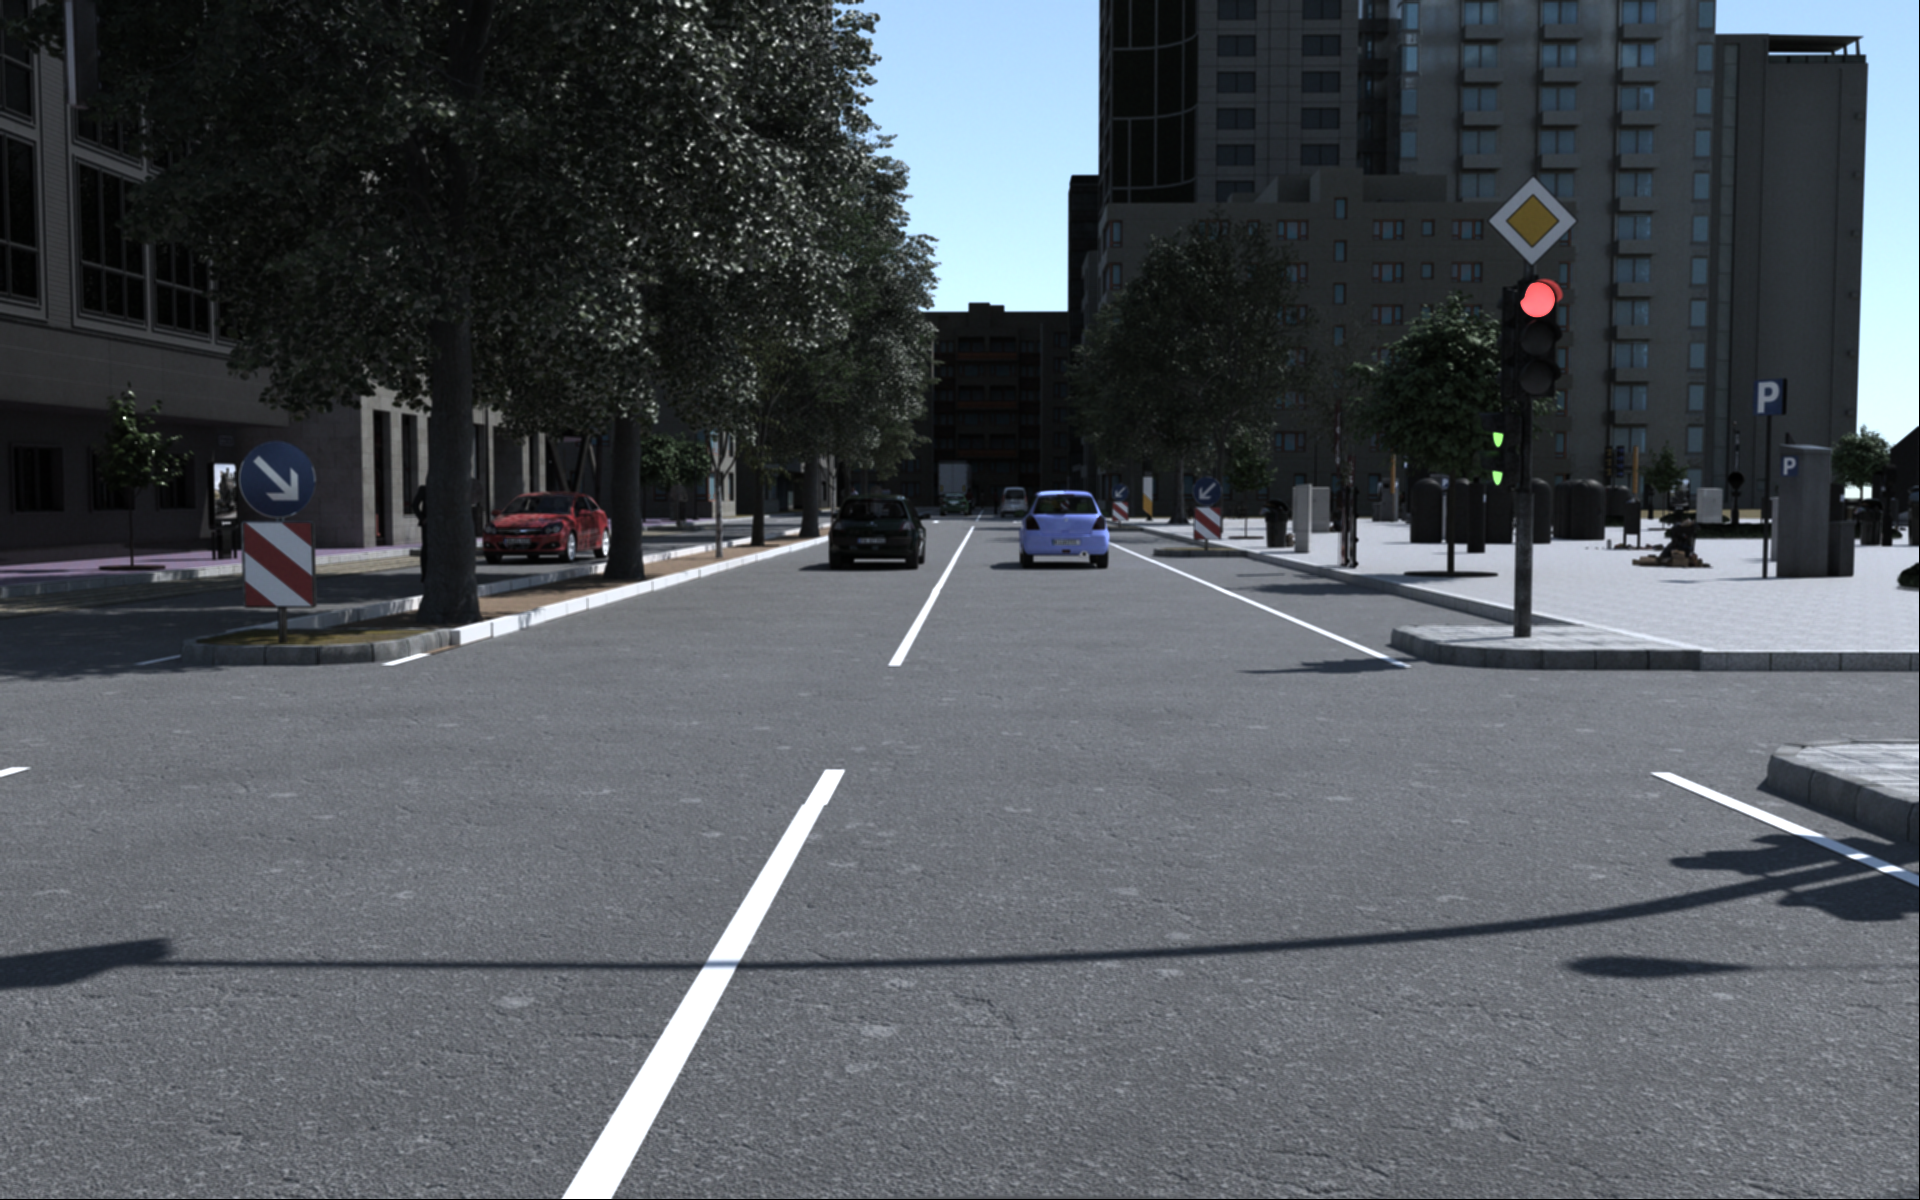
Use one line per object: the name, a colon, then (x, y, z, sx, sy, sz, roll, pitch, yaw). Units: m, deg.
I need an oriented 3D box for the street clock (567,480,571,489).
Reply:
street clock: (-20.175, -5.177, 89.213, 0.358, 2.002, 0.471, -1, 4, -20)

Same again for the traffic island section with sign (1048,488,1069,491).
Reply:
traffic island section with sign: (6.958, -6.647, 117.306, 1.989, 1.847, 2.006, 0, 4, 1)

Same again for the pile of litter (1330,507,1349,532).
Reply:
pile of litter: (12.582, -2.721, 58.449, 1.719, 0.858, 1.176, -1, 4, -15)

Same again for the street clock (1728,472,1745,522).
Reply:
street clock: (25.171, -3.157, 56.179, 0.471, 2.002, 0.358, 3, 4, 37)

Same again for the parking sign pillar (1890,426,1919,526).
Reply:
parking sign pillar: (37.848, -4.939, 69.230, 1.447, 3.967, 1.447, -1, 4, -18)

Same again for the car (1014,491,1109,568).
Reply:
car: (2.051, -1.540, 34.771, 1.945, 1.707, 3.694, 0, 4, 1)

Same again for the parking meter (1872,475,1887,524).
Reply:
parking meter: (27.615, -2.833, 52.038, 0.399, 1.863, 0.255, -2, 4, -25)

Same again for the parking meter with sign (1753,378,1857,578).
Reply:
parking meter with sign: (13.043, -1.861, 26.684, 1.738, 3.016, 0.543, -2, 4, -24)

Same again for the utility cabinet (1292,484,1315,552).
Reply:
utility cabinet: (7.557, -1.803, 38.166, 0.318, 1.500, 1.173, 1, 4, 14)

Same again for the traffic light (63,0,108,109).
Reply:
traffic light: (-10.229, -2.513, 15.756, 4.771, 5.953, 1.251, 0, 4, 1)

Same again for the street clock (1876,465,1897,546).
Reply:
street clock: (22.845, -2.328, 42.625, 0.358, 2.002, 0.471, 1, 4, 13)

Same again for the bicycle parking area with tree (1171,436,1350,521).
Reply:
bicycle parking area with tree: (15.137, -6.091, 86.597, 8.231, 4.147, 9.016, 3, 5, 39)

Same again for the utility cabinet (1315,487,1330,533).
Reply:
utility cabinet: (11.486, -2.934, 56.653, 1.173, 1.500, 0.318, 0, 4, 4)

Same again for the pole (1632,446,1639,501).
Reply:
pole: (28.748, -4.887, 73.743, 0.158, 3.312, 0.155, 0, 3, 0)

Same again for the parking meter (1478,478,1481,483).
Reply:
parking meter: (18.483, -3.456, 62.212, 0.399, 1.863, 0.255, 2, 4, 32)

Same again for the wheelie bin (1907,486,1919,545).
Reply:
wheelie bin: (24.053, -2.164, 43.287, 0.693, 1.594, 0.980, 1, 4, 20)

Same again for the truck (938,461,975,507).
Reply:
truck: (-0.317, -9.943, 151.485, 2.839, 4.237, 11.283, 0, 4, 3)

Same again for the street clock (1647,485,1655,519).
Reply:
street clock: (35.065, -5.095, 87.875, 0.471, 2.002, 0.358, -2, 4, -34)

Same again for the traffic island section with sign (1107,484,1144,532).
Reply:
traffic island section with sign: (6.040, -3.577, 67.114, 1.989, 1.847, 2.006, 0, 4, 1)

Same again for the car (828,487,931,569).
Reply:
car: (-1.607, -1.509, 34.451, 2.009, 1.686, 4.222, 0, 4, 1)

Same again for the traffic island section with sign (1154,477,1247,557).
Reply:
traffic island section with sign: (5.529, -1.929, 40.163, 1.989, 1.847, 2.006, 0, 4, 1)

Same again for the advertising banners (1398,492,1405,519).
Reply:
advertising banners: (23.248, -5.646, 88.501, 2.074, 3.025, 0.090, 2, 4, 26)

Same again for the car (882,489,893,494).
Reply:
car: (-6.116, -7.721, 134.915, 2.281, 1.827, 5.304, 0, 4, 2)

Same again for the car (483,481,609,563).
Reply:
car: (-8.849, -1.722, 37.196, 2.155, 1.783, 4.494, 0, 4, 3)

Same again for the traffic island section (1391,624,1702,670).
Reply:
traffic island section: (5.076, 0.411, 15.569, 2.009, 0.180, 2.903, 0, 4, 1)

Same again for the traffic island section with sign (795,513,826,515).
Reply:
traffic island section with sign: (-10.147, -6.686, 117.944, 1.989, 1.847, 2.006, 0, 4, 1)

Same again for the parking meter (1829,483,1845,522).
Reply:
parking meter: (20.637, -1.983, 40.838, 0.372, 1.533, 0.369, 0, 3, 0)

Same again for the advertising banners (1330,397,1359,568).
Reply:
advertising banners: (6.853, -2.116, 30.784, 0.090, 3.025, 2.074, 0, 4, 2)

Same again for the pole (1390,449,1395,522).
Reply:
pole: (19.733, -5.206, 78.960, 0.158, 3.312, 0.155, 0, 3, 0)

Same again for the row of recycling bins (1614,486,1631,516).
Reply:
row of recycling bins: (32.337, -4.835, 86.168, 1.069, 1.692, 3.534, 0, 4, -3)

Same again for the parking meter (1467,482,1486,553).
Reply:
parking meter: (11.283, -1.799, 37.823, 0.372, 1.533, 0.369, 0, 3, 0)

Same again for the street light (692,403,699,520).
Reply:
street light: (-12.543, -6.914, 85.578, 1.470, 5.913, 1.316, 0, 4, 1)

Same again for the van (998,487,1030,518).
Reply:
van: (3.324, -6.080, 106.411, 2.013, 2.044, 4.112, 0, 4, 1)

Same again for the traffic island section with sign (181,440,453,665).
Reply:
traffic island section with sign: (-5.810, -0.446, 15.430, 2.006, 1.907, 1.989, 0, 4, 1)

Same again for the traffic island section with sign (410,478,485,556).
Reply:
traffic island section with sign: (-11.573, -1.949, 40.488, 1.989, 1.847, 2.006, 0, 4, 1)

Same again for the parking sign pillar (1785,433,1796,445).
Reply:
parking sign pillar: (36.914, -5.386, 76.526, 1.447, 3.967, 1.447, -3, 5, -41)

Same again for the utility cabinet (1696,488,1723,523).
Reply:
utility cabinet: (28.386, -3.480, 65.577, 1.173, 1.500, 0.318, -2, 4, -32)

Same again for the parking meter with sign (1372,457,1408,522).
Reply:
parking meter with sign: (20.025, -5.159, 80.605, 0.543, 3.016, 1.738, -3, 5, -43)

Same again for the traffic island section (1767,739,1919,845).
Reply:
traffic island section: (4.929, 0.899, 7.585, 2.009, 0.180, 2.903, 0, 4, 1)

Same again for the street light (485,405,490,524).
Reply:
street light: (-13.282, -4.774, 50.592, 1.470, 5.913, 1.316, 0, 4, 1)

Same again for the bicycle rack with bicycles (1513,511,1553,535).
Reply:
bicycle rack with bicycles: (18.109, -2.496, 54.200, 2.925, 0.926, 2.852, 3, 5, 42)

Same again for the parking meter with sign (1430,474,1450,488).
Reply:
parking meter with sign: (18.048, -4.213, 65.138, 0.543, 3.016, 1.738, -1, 4, -22)

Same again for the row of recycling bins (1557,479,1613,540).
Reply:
row of recycling bins: (17.751, -2.613, 49.829, 1.069, 1.692, 3.534, 1, 4, 9)

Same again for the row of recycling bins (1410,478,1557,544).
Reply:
row of recycling bins: (13.614, -2.335, 45.296, 3.534, 1.692, 1.069, 1, 4, 12)

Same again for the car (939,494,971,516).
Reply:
car: (-0.334, -6.180, 112.842, 2.131, 1.459, 4.920, 0, 4, 2)

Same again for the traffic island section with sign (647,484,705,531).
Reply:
traffic island section with sign: (-11.071, -3.618, 67.790, 1.989, 1.847, 2.006, 0, 4, 1)

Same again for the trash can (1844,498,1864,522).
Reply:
trash can: (30.070, -2.863, 58.458, 0.748, 1.137, 0.748, 0, 3, 0)

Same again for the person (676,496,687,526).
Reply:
person: (-11.553, -3.829, 71.653, 0.519, 1.759, 0.362, 1, 4, 17)

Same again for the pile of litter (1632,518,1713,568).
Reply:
pile of litter: (12.662, -1.028, 30.780, 1.176, 0.858, 1.719, 0, 4, 3)

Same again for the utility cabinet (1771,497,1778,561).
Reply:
utility cabinet: (15.996, -1.350, 33.236, 1.020, 1.237, 0.306, -2, 4, -33)

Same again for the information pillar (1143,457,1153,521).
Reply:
information pillar: (9.023, -5.613, 83.119, 0.504, 3.616, 0.183, -1, 4, -20)

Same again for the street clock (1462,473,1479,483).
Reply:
street clock: (15.155, -2.867, 51.443, 0.471, 2.002, 0.358, -2, 4, -31)

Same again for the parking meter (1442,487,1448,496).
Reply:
parking meter: (15.277, -2.809, 54.336, 0.372, 1.533, 0.369, 0, 3, 0)

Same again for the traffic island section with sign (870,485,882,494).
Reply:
traffic island section with sign: (-4.430, -5.041, 90.556, 2.006, 1.907, 1.989, 0, 4, 1)

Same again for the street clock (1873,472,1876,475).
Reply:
street clock: (28.429, -2.990, 53.459, 0.358, 2.002, 0.471, -2, 4, -33)

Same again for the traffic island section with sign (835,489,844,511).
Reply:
traffic island section with sign: (-9.648, -8.348, 145.118, 1.989, 1.847, 2.006, 0, 4, 1)

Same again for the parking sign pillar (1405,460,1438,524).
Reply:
parking sign pillar: (19.965, -5.269, 74.613, 1.447, 3.967, 1.447, 3, 4, 38)

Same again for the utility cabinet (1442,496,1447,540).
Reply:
utility cabinet: (13.833, -2.304, 48.835, 1.020, 1.237, 0.306, -1, 4, -21)

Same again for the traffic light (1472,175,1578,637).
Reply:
traffic light: (5.037, -1.623, 15.456, 0.839, 4.253, 0.868, 0, 4, 1)

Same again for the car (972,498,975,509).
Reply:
car: (0.481, -9.293, 164.294, 2.083, 1.381, 4.827, 0, 4, 1)
